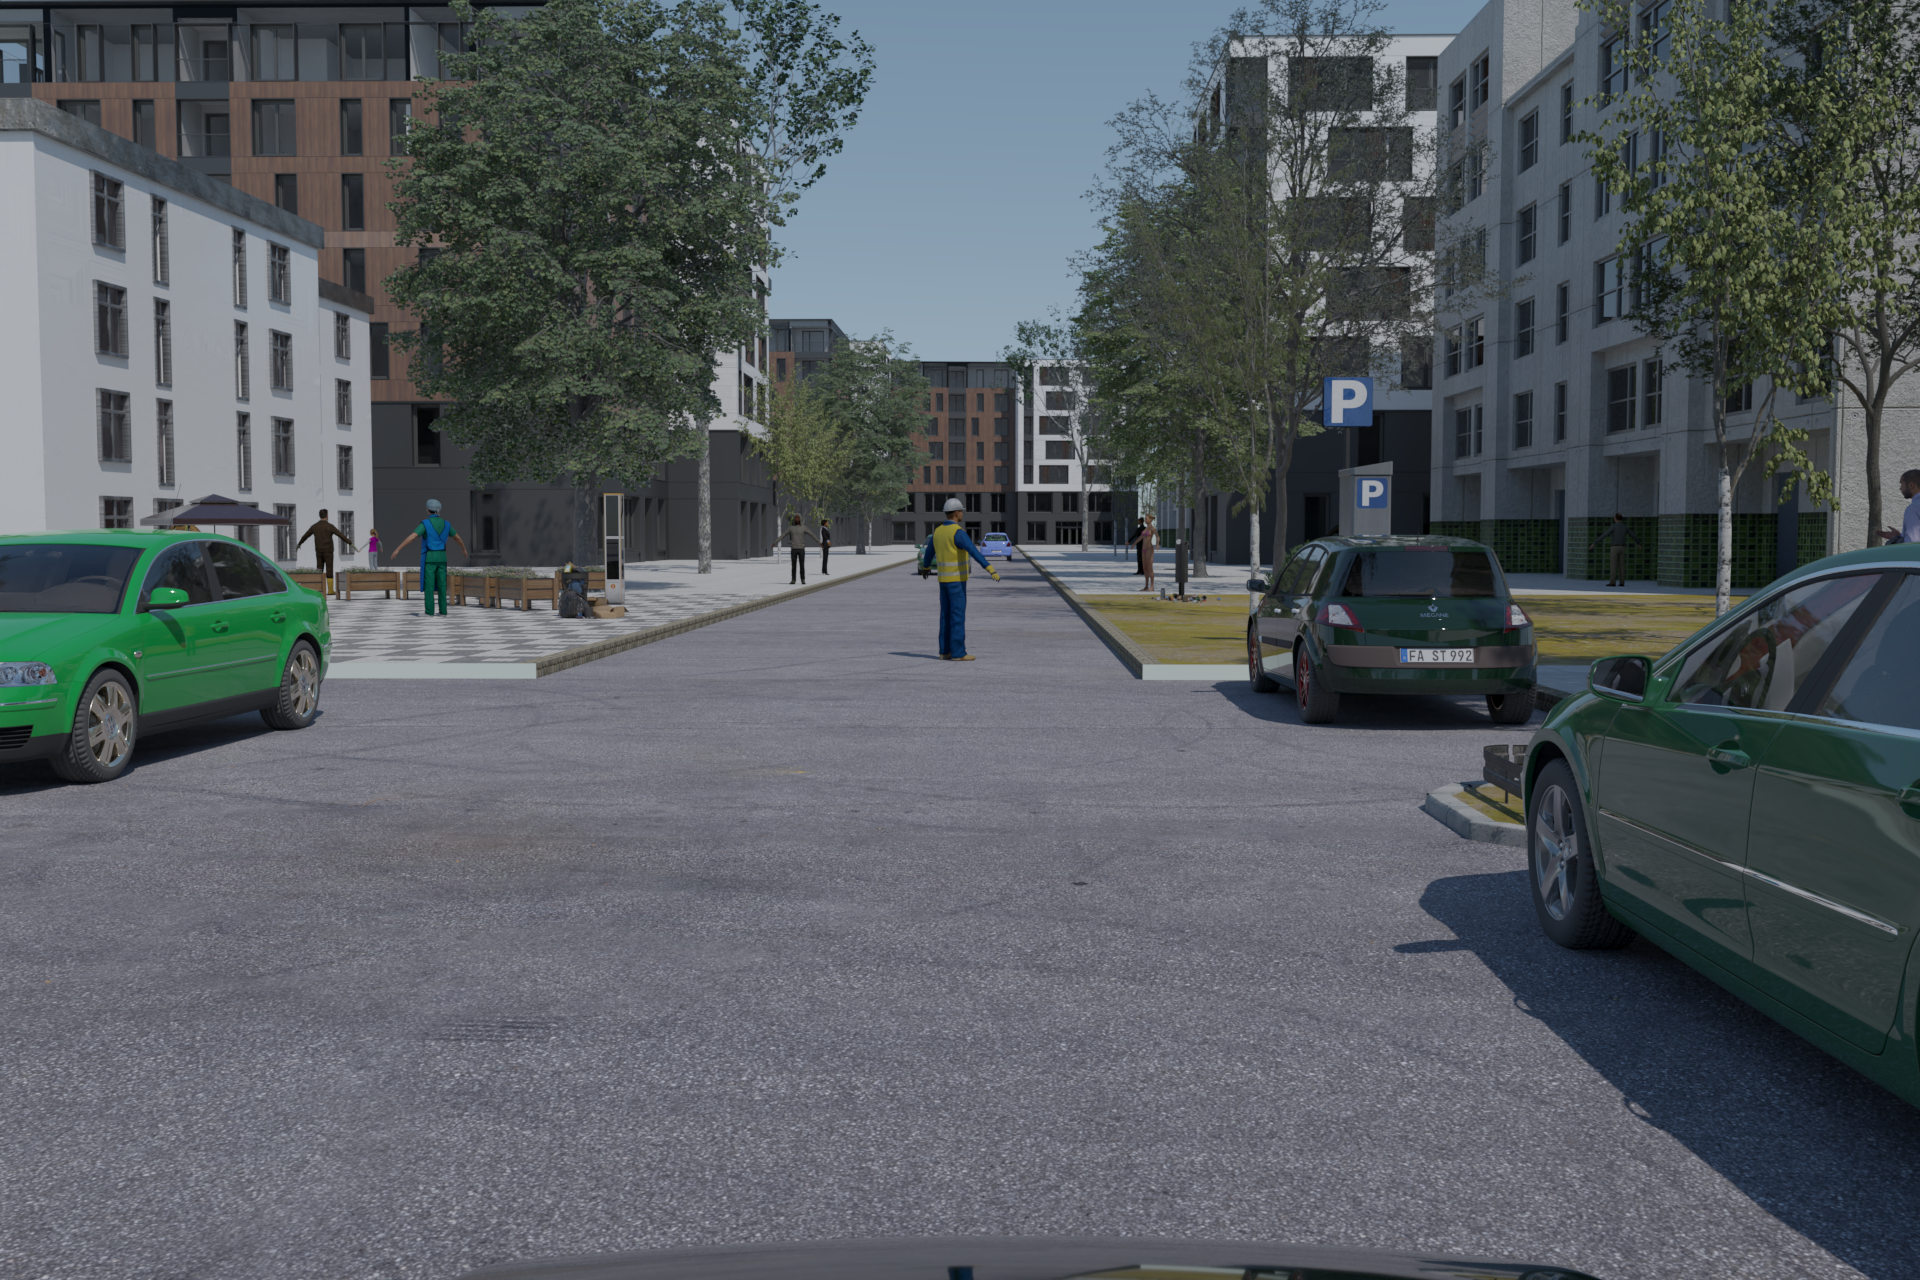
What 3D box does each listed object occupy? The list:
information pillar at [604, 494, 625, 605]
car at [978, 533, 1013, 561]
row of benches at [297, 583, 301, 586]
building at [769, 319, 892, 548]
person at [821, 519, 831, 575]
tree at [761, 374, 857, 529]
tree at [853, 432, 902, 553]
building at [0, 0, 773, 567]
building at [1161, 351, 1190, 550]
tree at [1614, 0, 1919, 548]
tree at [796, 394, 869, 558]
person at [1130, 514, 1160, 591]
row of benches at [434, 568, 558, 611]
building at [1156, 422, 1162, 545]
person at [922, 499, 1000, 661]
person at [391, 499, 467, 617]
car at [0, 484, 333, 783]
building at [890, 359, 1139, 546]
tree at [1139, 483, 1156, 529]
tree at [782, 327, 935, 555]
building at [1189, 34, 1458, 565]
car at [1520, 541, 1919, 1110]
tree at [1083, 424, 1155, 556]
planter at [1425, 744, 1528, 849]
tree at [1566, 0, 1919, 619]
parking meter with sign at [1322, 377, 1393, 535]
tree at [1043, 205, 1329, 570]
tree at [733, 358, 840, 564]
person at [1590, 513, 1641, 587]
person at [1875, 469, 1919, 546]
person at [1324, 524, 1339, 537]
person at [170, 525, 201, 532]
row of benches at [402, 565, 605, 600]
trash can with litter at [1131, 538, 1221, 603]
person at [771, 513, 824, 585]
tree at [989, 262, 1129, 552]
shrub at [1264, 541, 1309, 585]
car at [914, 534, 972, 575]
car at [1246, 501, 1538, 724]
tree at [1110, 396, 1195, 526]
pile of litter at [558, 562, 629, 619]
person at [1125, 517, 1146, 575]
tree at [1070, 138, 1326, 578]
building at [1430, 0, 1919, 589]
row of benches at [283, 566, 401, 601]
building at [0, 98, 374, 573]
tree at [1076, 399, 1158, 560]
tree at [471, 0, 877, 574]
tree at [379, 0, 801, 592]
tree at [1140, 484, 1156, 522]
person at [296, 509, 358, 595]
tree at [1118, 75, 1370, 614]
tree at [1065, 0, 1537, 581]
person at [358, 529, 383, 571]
[{"bbox_3d":[-6.286,-1.652,31.505,0.304,2.012,0.304,0,4,2],"label":"information pillar"},{"bbox_3d":[1.930,-5.136,93.556,1.945,1.707,3.694,0,3,0],"label":"car"},{"bbox_3d":[-10.652,-0.425,22.414,4.104,0.672,1.422,-1,4,-20],"label":"row of benches"},{"bbox_3d":[-22.177,-20.615,181.034,27.936,21.610,32.646,0,4,2],"label":"building"},{"bbox_3d":[-4.140,-2.905,54.217,0.721,1.740,1.216,0,4,-8],"label":"person"},{"bbox_3d":[-7.154,-7.908,79.663,4.737,8.622,4.395,0,3,0],"label":"tree"},{"bbox_3d":[-5.978,-10.249,117.931,4.737,8.622,4.395,0,3,0],"label":"tree"},{"bbox_3d":[-24.907,-14.610,82.848,27.936,21.610,32.646,0,4,1],"label":"building"},{"bbox_3d":[27.234,-17.354,150.189,16.747,18.905,31.486,0,4,2],"label":"building"},{"bbox_3d":[13.714,-5.621,26.316,7.601,10.594,8.767,0,4,7],"label":"tree"},{"bbox_3d":[-7.579,-8.662,91.989,4.360,8.622,3.978,0,3,0],"label":"tree"},{"bbox_3d":[4.158,-1.960,38.847,0.721,1.733,1.217,-1,4,-23],"label":"person"},{"bbox_3d":[-8.312,-0.918,30.467,1.422,0.672,4.104,-3,5,-39],"label":"row of benches"},{"bbox_3d":[30.398,-19.319,182.324,16.747,18.905,31.486,0,4,2],"label":"building"},{"bbox_3d":[-0.054,-0.687,19.658,0.705,1.833,1.349,-3,4,-38],"label":"person"},{"bbox_3d":[-8.141,-1.261,26.750,0.704,1.817,1.347,3,4,38],"label":"person"},{"bbox_3d":[-5.737,-0.159,11.388,1.959,1.807,4.718,0,4,2],"label":"car"},{"bbox_3d":[3.712,-22.489,214.127,32.646,21.610,27.936,0,4,-3],"label":"building"},{"bbox_3d":[23.994,-15.834,209.241,4.360,8.622,3.978,0,3,0],"label":"tree"},{"bbox_3d":[-6.249,-12.248,106.912,9.857,13.997,8.962,0,3,0],"label":"tree"},{"bbox_3d":[25.351,-14.883,87.309,27.936,21.610,32.646,0,4,1],"label":"building"},{"bbox_3d":[2.940,0.441,4.591,2.131,1.459,4.920,0,4,1],"label":"car"},{"bbox_3d":[8.797,-9.183,100.507,4.360,8.622,3.978,0,3,0],"label":"tree"},{"bbox_3d":[3.392,0.769,8.560,1.991,0.319,1.994,0,4,2],"label":"planter"},{"bbox_3d":[8.870,-4.221,19.368,4.737,8.622,4.395,0,3,0],"label":"tree"},{"bbox_3d":[4.302,-1.360,18.504,0.543,3.016,1.738,0,4,0],"label":"parking meter with sign"},{"bbox_3d":[8.006,-9.245,61.522,12.009,13.543,11.850,0,3,0],"label":"tree"},{"bbox_3d":[-7.425,-7.516,73.249,4.737,8.622,4.395,0,3,0],"label":"tree"},{"bbox_3d":[16.077,-2.208,42.370,1.348,1.796,0.705,-1,4,-9],"label":"person"},{"bbox_3d":[8.179,-0.558,15.038,0.709,1.838,0.599,-3,4,-36],"label":"person"},{"bbox_3d":[8.945,-2.082,40.228,1.347,1.806,0.705,1,4,11],"label":"person"},{"bbox_3d":[-16.883,-1.949,37.627,1.354,1.858,0.705,0,4,3],"label":"person"},{"bbox_3d":[-8.849,-1.147,34.224,4.104,0.672,1.422,-1,4,-14],"label":"row of benches"},{"bbox_3d":[4.196,-1.359,33.274,1.678,1.210,2.233,0,4,1],"label":"trash can with litter"},{"bbox_3d":[-4.123,-2.318,44.020,1.348,1.813,0.705,0,4,3],"label":"person"},{"bbox_3d":[8.414,-16.273,121.948,12.611,20.169,13.585,0,3,0],"label":"tree"},{"bbox_3d":[4.428,-0.685,22.321,1.383,1.207,1.383,0,3,0],"label":"shrub"},{"bbox_3d":[-0.527,-3.054,61.734,2.131,1.459,4.920,0,4,2],"label":"car"},{"bbox_3d":[3.471,-0.285,14.454,2.009,1.686,4.222,0,4,1],"label":"car"},{"bbox_3d":[7.631,-7.447,72.121,4.360,8.622,3.978,0,3,0],"label":"tree"},{"bbox_3d":[-5.722,-0.789,26.873,1.176,0.858,1.719,0,4,3],"label":"pile of litter"},{"bbox_3d":[5.675,-2.951,54.467,0.704,1.802,1.346,3,5,41],"label":"person"},{"bbox_3d":[6.893,-8.068,50.032,7.486,12.596,7.792,0,3,0],"label":"tree"},{"bbox_3d":[25.674,-11.142,48.636,16.747,18.905,31.486,0,4,1],"label":"building"},{"bbox_3d":[-12.746,-1.064,32.865,4.104,0.672,1.422,-3,4,-39],"label":"row of benches"},{"bbox_3d":[-21.934,-6.454,47.670,9.099,9.664,28.070,0,4,2],"label":"building"},{"bbox_3d":[8.428,-8.256,85.345,4.360,8.622,3.978,0,3,0],"label":"tree"},{"bbox_3d":[-9.541,-12.247,56.128,12.611,20.169,13.585,0,3,0],"label":"tree"},{"bbox_3d":[-8.444,-8.051,38.296,9.857,13.997,8.962,0,3,0],"label":"tree"},{"bbox_3d":[24.902,-16.159,214.561,4.360,8.622,3.978,0,3,0],"label":"tree"},{"bbox_3d":[-13.289,-1.842,36.258,1.346,1.812,0.704,0,4,5],"label":"person"},{"bbox_3d":[4.928,-4.710,27.372,4.360,8.622,3.978,0,3,0],"label":"tree"},{"bbox_3d":[7.079,-7.777,37.522,12.009,13.543,11.850,0,3,0],"label":"tree"},{"bbox_3d":[-16.487,-2.400,48.501,0.599,1.433,0.991,1,4,20],"label":"person"}]
